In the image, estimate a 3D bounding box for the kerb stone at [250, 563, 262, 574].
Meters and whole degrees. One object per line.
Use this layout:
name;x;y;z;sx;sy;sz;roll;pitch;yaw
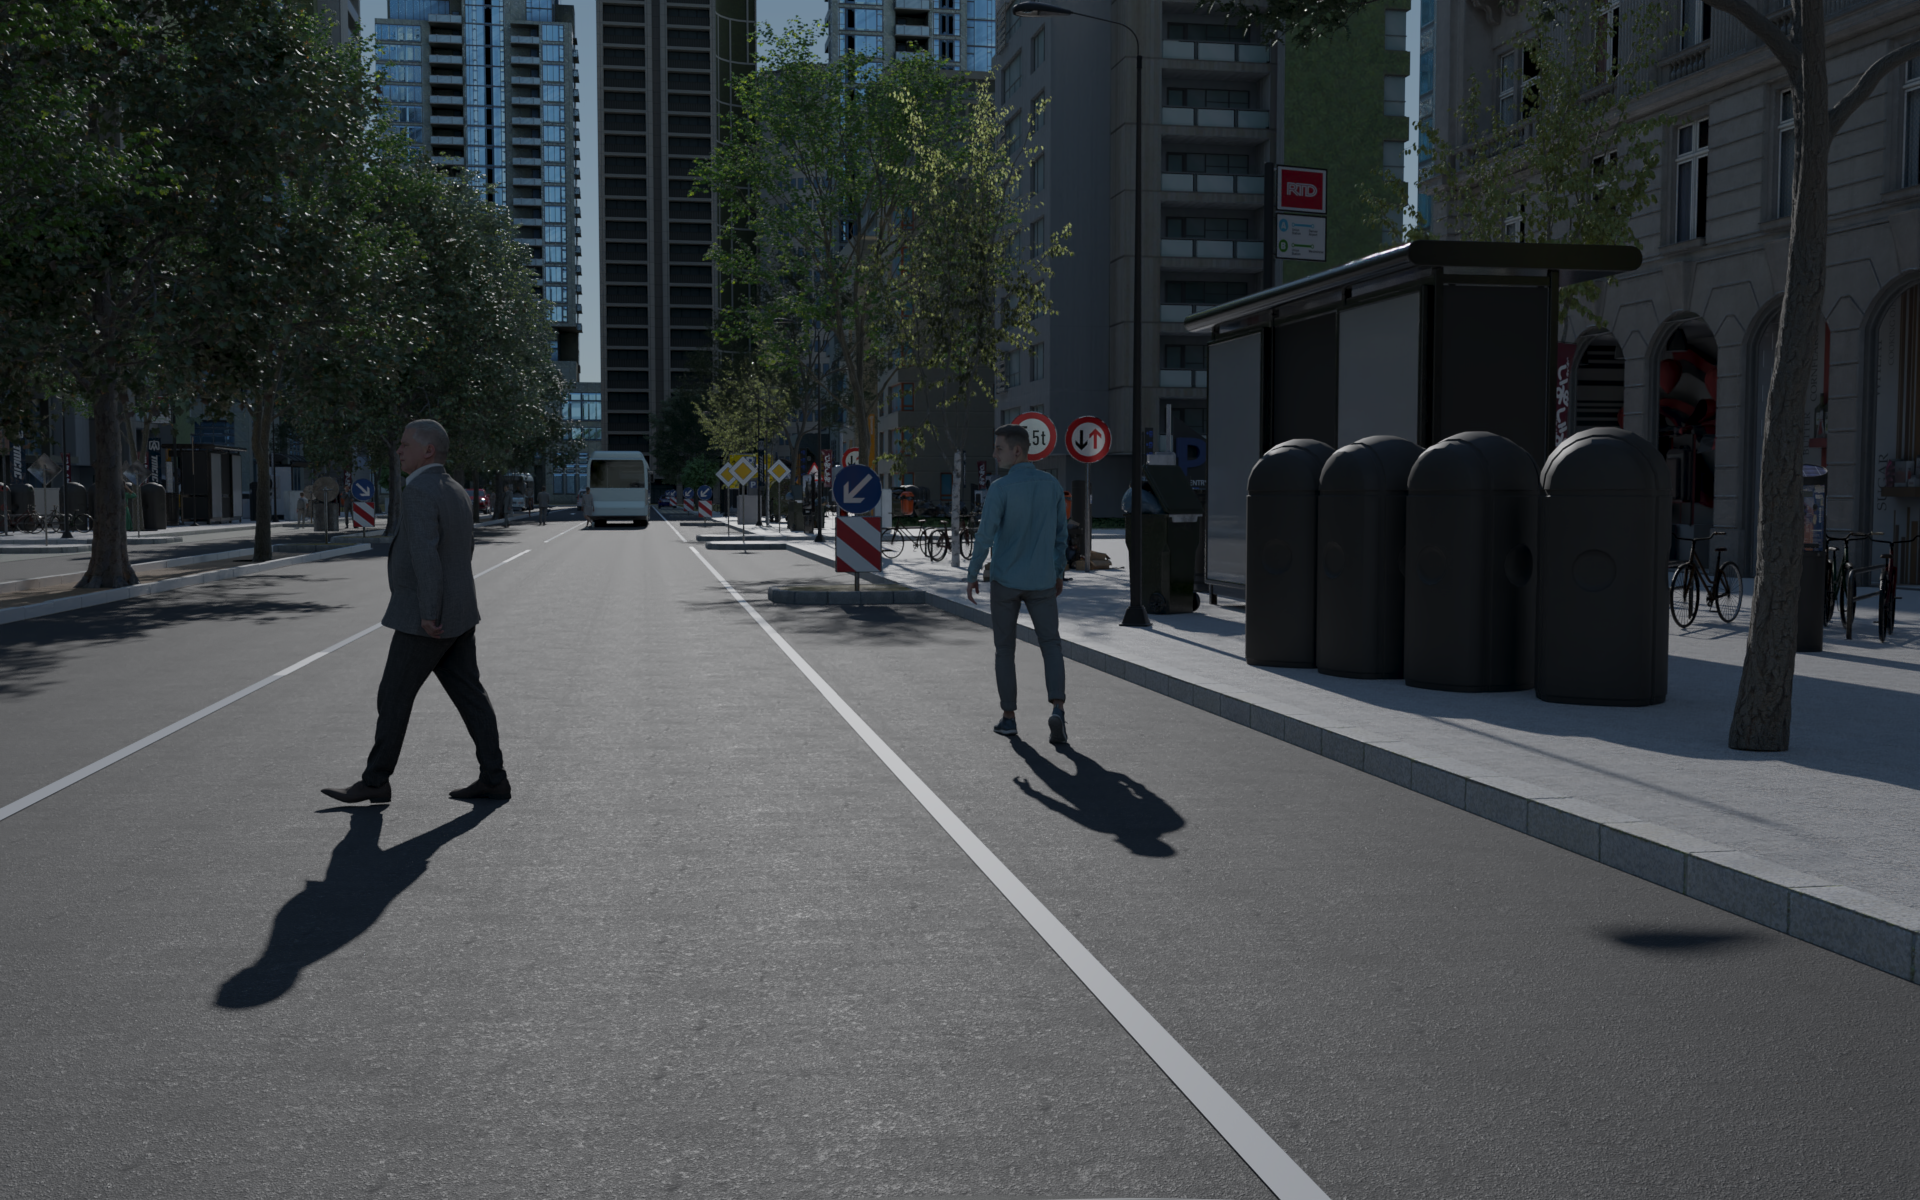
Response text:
kerb stone;-12.831;-0.555;31.290;0.120;0.150;1.000;-1;4;-10

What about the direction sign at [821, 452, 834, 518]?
direction sign;-7.282;-6.250;94.189;0.876;3.537;0.379;-1;4;-21

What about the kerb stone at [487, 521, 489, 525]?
kerb stone;-21.467;-3.425;78.196;0.120;0.150;1.000;-1;4;-10

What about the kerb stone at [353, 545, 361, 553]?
kerb stone;-14.869;-1.233;42.361;0.120;0.150;1.000;-1;4;-10

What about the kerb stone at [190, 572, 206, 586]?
kerb stone;-12.093;-0.305;27.247;0.120;0.150;1.000;-1;4;-10

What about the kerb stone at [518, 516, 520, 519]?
kerb stone;-24.998;-4.597;97.353;0.120;0.150;1.000;-1;4;-10

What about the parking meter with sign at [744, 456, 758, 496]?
parking meter with sign;-9.478;-5.055;78.912;0.543;3.016;1.738;-1;4;-12

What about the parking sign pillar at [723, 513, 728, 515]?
parking sign pillar;-13.342;-6.976;102.524;1.447;3.967;1.447;-1;4;-16

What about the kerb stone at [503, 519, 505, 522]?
kerb stone;-23.130;-3.977;87.255;0.120;0.150;1.000;-1;4;-10

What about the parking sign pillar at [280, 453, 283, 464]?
parking sign pillar;-44.994;-7.657;113.660;1.447;3.967;1.447;1;4;8

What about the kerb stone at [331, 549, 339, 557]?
kerb stone;-14.322;-1.049;39.343;0.120;0.150;1.000;-1;4;-10

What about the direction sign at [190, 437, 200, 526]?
direction sign;-30.424;-4.694;68.748;0.379;3.537;0.876;-1;4;-21

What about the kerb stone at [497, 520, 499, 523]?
kerb stone;-22.395;-3.733;83.225;0.120;0.150;1.000;-1;4;-10

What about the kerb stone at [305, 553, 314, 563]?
kerb stone;-13.760;-0.864;36.325;0.120;0.150;1.000;-1;4;-10

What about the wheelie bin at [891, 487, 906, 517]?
wheelie bin;-2.638;-4.091;74.799;0.980;1.594;0.693;1;4;10

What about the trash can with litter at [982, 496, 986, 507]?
trash can with litter;1.594;-4.370;82.832;1.055;1.170;0.624;2;4;30

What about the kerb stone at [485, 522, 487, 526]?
kerb stone;-21.289;-3.363;77.185;0.120;0.150;1.000;-1;4;-10

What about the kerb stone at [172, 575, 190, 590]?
kerb stone;-11.902;-0.248;26.243;0.120;0.150;1.000;-1;4;-10

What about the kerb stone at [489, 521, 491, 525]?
kerb stone;-21.660;-3.487;79.202;0.120;0.150;1.000;-1;4;-10

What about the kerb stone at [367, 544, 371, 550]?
kerb stone;-15.241;-1.356;44.373;0.120;0.150;1.000;-1;4;-10

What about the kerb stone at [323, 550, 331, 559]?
kerb stone;-14.126;-0.987;38.336;0.120;0.150;1.000;-1;4;-10

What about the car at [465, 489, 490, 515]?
car;-34.463;-6.983;122.844;2.281;1.827;5.304;-1;4;-12

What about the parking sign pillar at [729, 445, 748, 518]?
parking sign pillar;-11.562;-6.503;94.794;1.447;3.967;1.447;1;4;19

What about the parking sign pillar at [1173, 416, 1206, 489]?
parking sign pillar;8.017;-4.361;59.775;1.447;3.967;1.447;-1;4;-11

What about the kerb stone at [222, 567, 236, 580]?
kerb stone;-12.464;-0.433;29.279;0.120;0.150;1.000;-1;4;-10

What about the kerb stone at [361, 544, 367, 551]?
kerb stone;-15.056;-1.294;43.365;0.120;0.150;1.000;-1;4;-10

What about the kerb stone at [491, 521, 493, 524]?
kerb stone;-21.842;-3.548;80.208;0.120;0.150;1.000;-1;4;-10

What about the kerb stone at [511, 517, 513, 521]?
kerb stone;-24.065;-4.289;92.313;0.120;0.150;1.000;-1;4;-10

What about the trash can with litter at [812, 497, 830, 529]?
trash can with litter;-5.296;-3.177;63.330;0.624;1.170;1.055;3;4;37

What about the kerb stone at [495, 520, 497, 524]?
kerb stone;-22.212;-3.666;82.220;0.120;0.150;1.000;-1;4;-10

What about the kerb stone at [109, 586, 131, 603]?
kerb stone;-11.348;-0.059;23.209;0.120;0.150;1.000;-1;4;-10

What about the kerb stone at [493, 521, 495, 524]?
kerb stone;-22.034;-3.610;81.213;0.120;0.150;1.000;-1;4;-10

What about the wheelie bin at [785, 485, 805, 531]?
wheelie bin;-5.616;-3.199;60.212;0.980;1.594;0.693;-2;4;-27

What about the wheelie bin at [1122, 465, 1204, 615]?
wheelie bin;2.152;-0.658;18.674;0.693;1.594;0.980;3;5;45

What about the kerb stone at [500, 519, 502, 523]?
kerb stone;-22.773;-3.856;85.238;0.120;0.150;1.000;-1;4;-10

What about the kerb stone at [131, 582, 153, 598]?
kerb stone;-11.533;-0.124;24.225;0.120;0.150;1.000;-1;4;-10

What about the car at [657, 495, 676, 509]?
car;-28.117;-9.401;166.284;1.945;1.354;3.894;-1;4;-10

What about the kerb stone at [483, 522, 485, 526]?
kerb stone;-21.103;-3.295;76.180;0.120;0.150;1.000;-1;4;-10

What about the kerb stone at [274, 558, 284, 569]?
kerb stone;-13.209;-0.678;33.308;0.120;0.150;1.000;-1;4;-10

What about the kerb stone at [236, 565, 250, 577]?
kerb stone;-12.645;-0.495;30.285;0.120;0.150;1.000;-1;4;-10

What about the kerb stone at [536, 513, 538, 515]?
kerb stone;-28.154;-5.644;114.501;0.120;0.150;1.000;-1;4;-10

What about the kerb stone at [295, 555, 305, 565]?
kerb stone;-13.578;-0.801;35.319;0.120;0.150;1.000;-1;4;-10

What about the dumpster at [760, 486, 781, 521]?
dumpster;-9.035;-4.654;81.845;1.264;1.857;1.865;-1;4;-10

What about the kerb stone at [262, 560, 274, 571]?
kerb stone;-13.019;-0.607;32.304;0.120;0.150;1.000;-1;4;-10

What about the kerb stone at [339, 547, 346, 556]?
kerb stone;-14.505;-1.108;40.349;0.120;0.150;1.000;-1;4;-10

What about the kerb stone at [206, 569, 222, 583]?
kerb stone;-12.273;-0.371;28.255;0.120;0.150;1.000;-1;4;-10

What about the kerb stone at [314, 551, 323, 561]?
kerb stone;-13.945;-0.923;37.330;0.120;0.150;1.000;-1;4;-10

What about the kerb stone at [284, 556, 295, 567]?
kerb stone;-13.396;-0.741;34.312;0.120;0.150;1.000;-1;4;-10

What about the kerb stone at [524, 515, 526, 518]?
kerb stone;-25.931;-4.905;102.397;0.120;0.150;1.000;-1;4;-10

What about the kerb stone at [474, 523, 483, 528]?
kerb stone;-20.911;-3.228;75.175;0.120;0.150;1.000;-1;4;-10

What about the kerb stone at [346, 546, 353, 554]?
kerb stone;-14.691;-1.169;41.354;0.120;0.150;1.000;-1;4;-10

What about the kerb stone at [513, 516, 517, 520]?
kerb stone;-24.625;-4.472;95.329;0.120;0.150;1.000;-1;4;-10

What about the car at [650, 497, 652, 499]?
car;-31.331;-9.831;169.768;2.155;1.783;4.494;-1;4;-10

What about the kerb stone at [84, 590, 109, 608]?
kerb stone;-11.158;0.002;22.200;0.120;0.150;1.000;-1;4;-10

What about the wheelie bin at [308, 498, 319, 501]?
wheelie bin;-35.008;-5.253;93.789;0.980;1.594;0.693;-1;4;-21

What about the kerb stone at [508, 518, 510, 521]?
kerb stone;-23.700;-4.160;90.282;0.120;0.150;1.000;-1;4;-10

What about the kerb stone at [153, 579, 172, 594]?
kerb stone;-11.710;-0.181;25.233;0.120;0.150;1.000;-1;4;-10

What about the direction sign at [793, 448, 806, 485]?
direction sign;-7.931;-5.708;85.318;0.379;3.537;0.876;3;5;41

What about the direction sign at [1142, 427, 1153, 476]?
direction sign;6.212;-4.089;58.854;0.876;3.537;0.379;-2;4;-34
